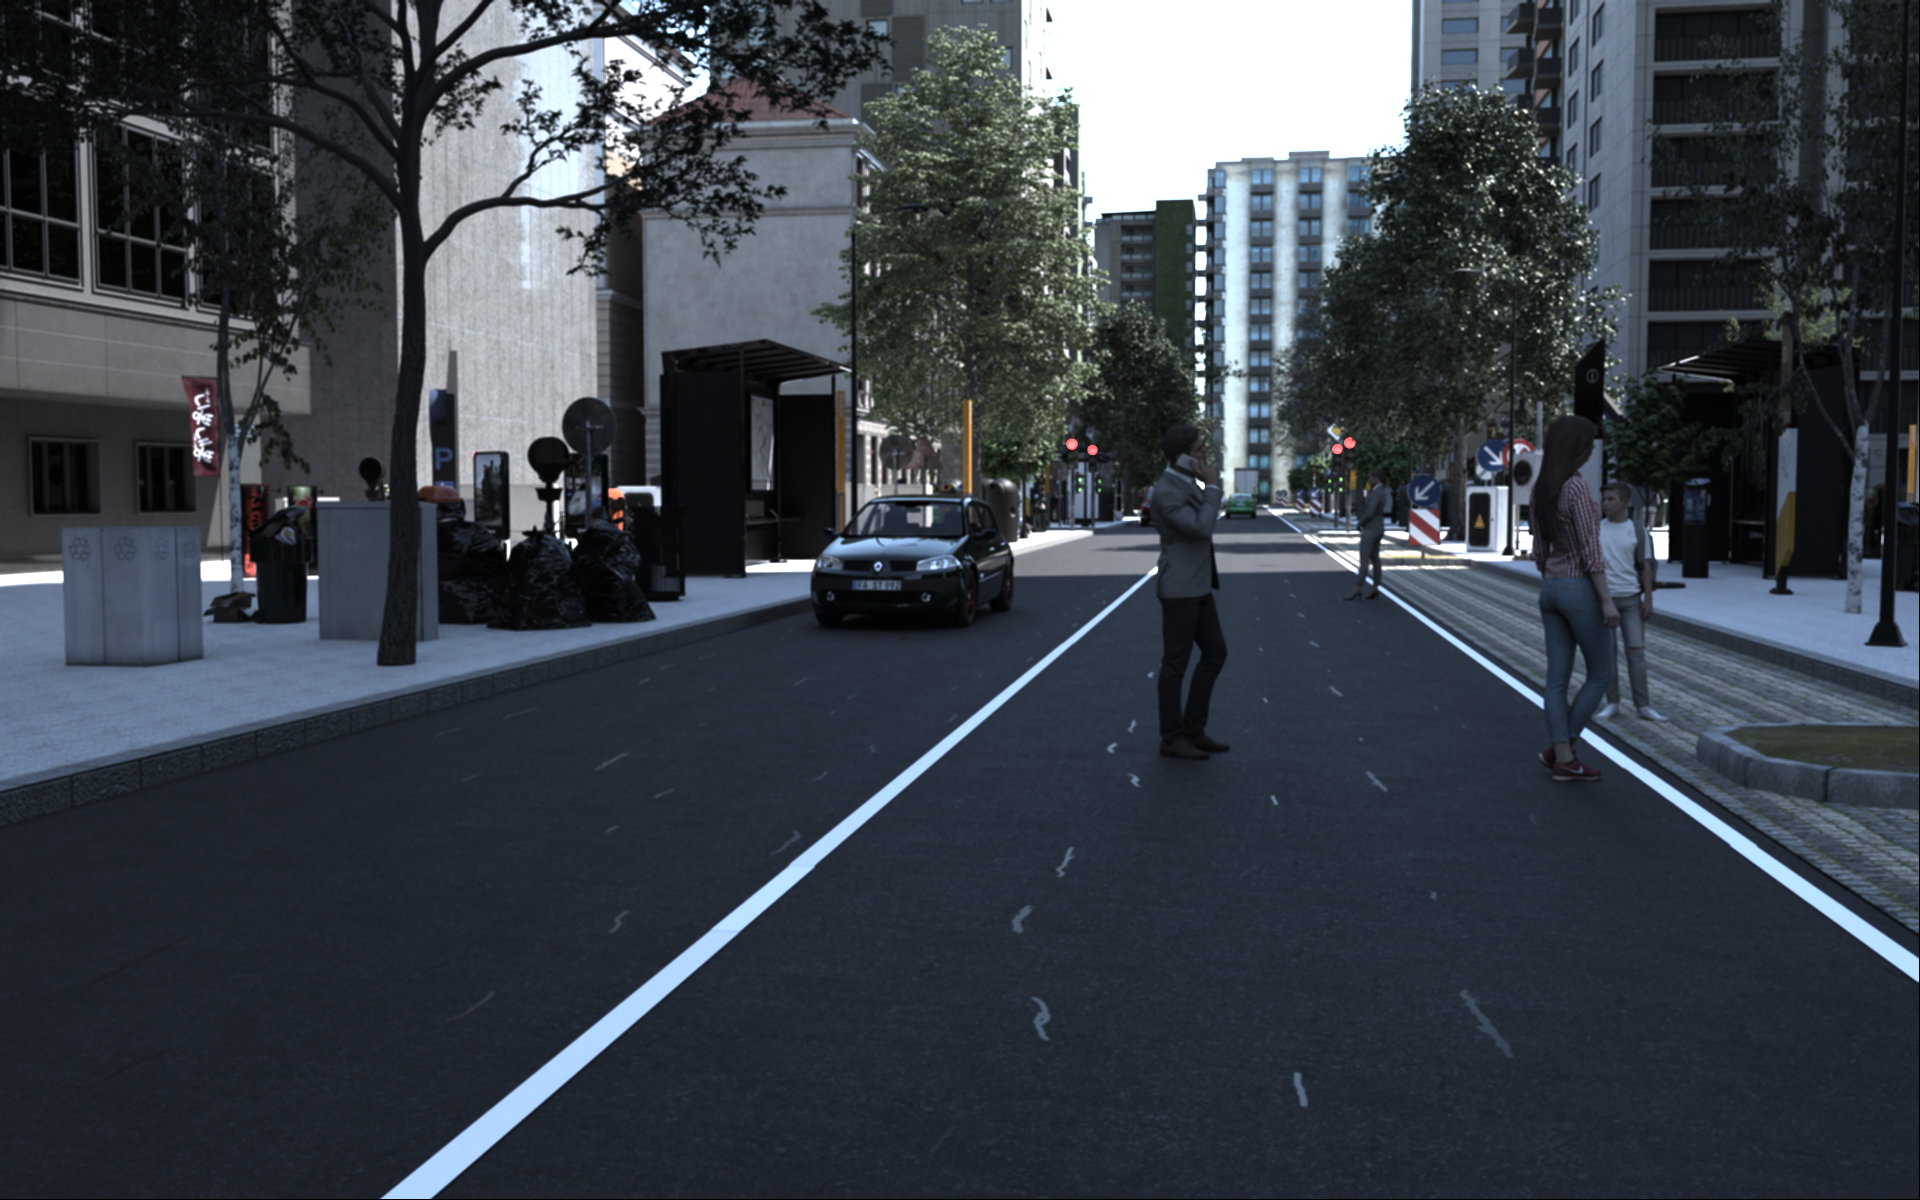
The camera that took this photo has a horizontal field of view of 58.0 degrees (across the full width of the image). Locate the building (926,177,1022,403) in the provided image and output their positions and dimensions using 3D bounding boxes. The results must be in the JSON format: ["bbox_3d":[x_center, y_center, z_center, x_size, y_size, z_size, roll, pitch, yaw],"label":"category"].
[{"bbox_3d":[-2.434,-18.367,129.977,12.332,23.373,15.834,1,4,9],"label":"building"}]

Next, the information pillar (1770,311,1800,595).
[{"bbox_3d":[10.535,-1.878,22.055,0.183,3.616,0.504,1,4,9],"label":"information pillar"}]

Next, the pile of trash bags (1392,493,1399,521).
[{"bbox_3d":[21.602,-4.479,82.979,1.912,1.369,3.447,-1,4,-12],"label":"pile of trash bags"}]

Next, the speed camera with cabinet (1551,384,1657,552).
[{"bbox_3d":[11.454,-2.226,30.727,2.038,3.252,0.660,-2,4,-27],"label":"speed camera with cabinet"}]

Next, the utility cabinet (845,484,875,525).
[{"bbox_3d":[-2.229,-1.766,37.555,0.318,1.500,1.173,-2,4,-31],"label":"utility cabinet"}]

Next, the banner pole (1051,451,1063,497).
[{"bbox_3d":[4.921,-6.047,88.887,0.863,3.779,0.401,2,4,34],"label":"banner pole"}]

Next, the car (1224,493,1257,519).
[{"bbox_3d":[16.687,-5.757,102.926,1.959,1.807,4.718,1,4,9],"label":"car"}]

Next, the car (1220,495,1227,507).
[{"bbox_3d":[29.224,-11.247,196.250,2.083,1.381,4.827,0,4,8],"label":"car"}]

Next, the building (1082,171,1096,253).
[{"bbox_3d":[4.406,-38.592,250.589,30.456,49.044,23.786,1,4,9],"label":"building"}]

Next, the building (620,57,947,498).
[{"bbox_3d":[-8.345,-15.550,90.397,11.583,22.565,21.152,1,4,9],"label":"building"}]

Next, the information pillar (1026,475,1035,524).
[{"bbox_3d":[2.878,-4.976,72.719,0.504,3.616,0.183,2,4,27],"label":"information pillar"}]

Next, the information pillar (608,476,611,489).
[{"bbox_3d":[-14.579,-4.104,71.588,0.304,2.012,0.304,0,4,-3],"label":"information pillar"}]

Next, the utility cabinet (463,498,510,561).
[{"bbox_3d":[-7.971,-1.065,28.567,1.020,1.237,0.306,0,3,0],"label":"utility cabinet"}]

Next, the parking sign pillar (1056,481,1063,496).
[{"bbox_3d":[6.888,-7.583,112.451,1.447,3.967,1.447,3,4,39],"label":"parking sign pillar"}]

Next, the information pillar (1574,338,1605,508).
[{"bbox_3d":[9.558,-2.140,26.343,0.183,3.616,0.504,-2,4,-32],"label":"information pillar"}]

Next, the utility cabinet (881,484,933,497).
[{"bbox_3d":[-1.174,-1.824,38.501,1.173,1.500,0.318,2,4,31],"label":"utility cabinet"}]

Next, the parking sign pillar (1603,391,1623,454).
[{"bbox_3d":[14.909,-3.173,40.344,1.447,3.967,1.447,-1,4,-9],"label":"parking sign pillar"}]

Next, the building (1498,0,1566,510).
[{"bbox_3d":[47.361,-27.965,111.848,22.147,44.769,28.867,1,4,9],"label":"building"}]

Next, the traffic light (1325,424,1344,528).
[{"bbox_3d":[14.271,-4.696,65.700,0.839,4.253,0.868,1,4,9],"label":"traffic light"}]

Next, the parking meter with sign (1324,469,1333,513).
[{"bbox_3d":[25.691,-7.604,120.593,0.543,3.016,1.738,1,4,18],"label":"parking meter with sign"}]

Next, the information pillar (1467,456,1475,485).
[{"bbox_3d":[31.377,-7.038,106.423,0.183,3.616,0.504,-3,5,-40],"label":"information pillar"}]

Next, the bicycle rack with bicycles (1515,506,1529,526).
[{"bbox_3d":[22.330,-3.533,71.143,2.925,0.926,2.852,-1,4,-11],"label":"bicycle rack with bicycles"}]

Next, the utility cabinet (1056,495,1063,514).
[{"bbox_3d":[4.794,-4.358,82.412,0.306,1.237,1.020,1,4,13],"label":"utility cabinet"}]

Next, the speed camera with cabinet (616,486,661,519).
[{"bbox_3d":[-6.388,-2.631,37.357,2.038,3.252,0.660,-1,4,-13],"label":"speed camera with cabinet"}]

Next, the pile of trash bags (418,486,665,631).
[{"bbox_3d":[-4.712,-0.498,17.891,3.447,1.369,1.912,3,5,44],"label":"pile of trash bags"}]

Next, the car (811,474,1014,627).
[{"bbox_3d":[-0.475,-0.629,20.072,2.009,1.686,4.222,1,4,11],"label":"car"}]

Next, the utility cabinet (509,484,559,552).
[{"bbox_3d":[-9.305,-1.762,37.481,1.173,1.500,0.318,0,4,2],"label":"utility cabinet"}]

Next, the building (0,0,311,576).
[{"bbox_3d":[-21.103,-14.009,22.547,14.314,27.812,24.014,1,4,9],"label":"building"}]

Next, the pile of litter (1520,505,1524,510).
[{"bbox_3d":[31.724,-5.182,98.683,1.176,0.858,1.719,0,4,-8],"label":"pile of litter"}]

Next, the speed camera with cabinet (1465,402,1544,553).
[{"bbox_3d":[11.938,-2.653,37.708,0.660,3.252,2.038,-2,4,-26],"label":"speed camera with cabinet"}]

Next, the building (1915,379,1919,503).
[{"bbox_3d":[33.203,-43.577,25.160,22.319,86.520,31.000,1,4,9],"label":"building"}]

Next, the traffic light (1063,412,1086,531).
[{"bbox_3d":[3.875,-4.305,59.306,0.839,4.253,0.868,1,4,9],"label":"traffic light"}]

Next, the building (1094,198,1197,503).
[{"bbox_3d":[25.883,-34.191,242.610,14.086,41.232,14.154,1,4,9],"label":"building"}]

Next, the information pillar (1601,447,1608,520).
[{"bbox_3d":[9.992,-1.393,27.274,0.304,2.012,0.304,3,5,39],"label":"information pillar"}]

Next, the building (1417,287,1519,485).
[{"bbox_3d":[56.972,-19.113,157.529,27.650,21.520,28.899,1,4,9],"label":"building"}]

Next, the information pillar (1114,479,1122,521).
[{"bbox_3d":[7.687,-4.871,84.140,0.304,2.012,0.304,-1,4,-12],"label":"information pillar"}]

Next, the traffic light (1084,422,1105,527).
[{"bbox_3d":[5.181,-4.787,67.184,0.839,4.253,0.868,1,4,9],"label":"traffic light"}]

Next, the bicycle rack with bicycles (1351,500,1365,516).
[{"bbox_3d":[23.566,-5.285,99.795,2.852,0.926,2.925,-3,5,-44],"label":"bicycle rack with bicycles"}]

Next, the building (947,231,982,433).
[{"bbox_3d":[-5.845,-16.833,111.384,11.583,22.565,21.152,1,4,9],"label":"building"}]

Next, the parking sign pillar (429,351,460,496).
[{"bbox_3d":[-9.495,-2.661,31.976,1.447,3.967,1.447,-1,4,-13],"label":"parking sign pillar"}]

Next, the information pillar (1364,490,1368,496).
[{"bbox_3d":[32.554,-9.044,139.228,0.504,3.616,0.183,-1,4,-19],"label":"information pillar"}]

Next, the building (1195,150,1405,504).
[{"bbox_3d":[48.704,-38.181,243.869,30.456,49.044,23.786,1,4,9],"label":"building"}]

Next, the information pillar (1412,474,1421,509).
[{"bbox_3d":[16.951,-3.660,64.325,0.304,2.012,0.304,2,4,27],"label":"information pillar"}]

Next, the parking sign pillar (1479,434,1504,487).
[{"bbox_3d":[22.877,-5.266,74.572,1.447,3.967,1.447,-3,5,-41],"label":"parking sign pillar"}]

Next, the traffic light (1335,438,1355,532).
[{"bbox_3d":[12.966,-4.214,57.822,0.839,4.253,0.868,1,4,9],"label":"traffic light"}]

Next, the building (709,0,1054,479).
[{"bbox_3d":[-6.008,-34.808,158.346,28.713,52.752,27.495,1,4,9],"label":"building"}]

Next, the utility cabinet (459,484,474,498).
[{"bbox_3d":[-10.496,-1.734,37.037,1.173,1.500,0.318,2,4,29],"label":"utility cabinet"}]

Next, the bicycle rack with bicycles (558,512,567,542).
[{"bbox_3d":[-9.000,-1.761,42.175,2.852,0.926,2.925,-1,4,-17],"label":"bicycle rack with bicycles"}]

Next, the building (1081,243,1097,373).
[{"bbox_3d":[8.649,-26.291,201.561,14.107,30.474,14.160,1,4,9],"label":"building"}]

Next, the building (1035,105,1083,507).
[{"bbox_3d":[4.923,-30.234,177.926,14.154,41.232,14.086,1,4,9],"label":"building"}]

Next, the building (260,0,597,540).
[{"bbox_3d":[-21.345,-13.921,45.630,19.932,24.808,12.078,1,4,9],"label":"building"}]

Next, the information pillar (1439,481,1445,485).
[{"bbox_3d":[26.587,-5.584,95.792,0.304,2.012,0.304,-3,5,-41],"label":"information pillar"}]

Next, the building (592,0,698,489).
[{"bbox_3d":[-25.159,-18.568,89.495,20.117,28.700,13.634,1,4,9],"label":"building"}]

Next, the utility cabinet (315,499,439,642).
[{"bbox_3d":[-5.128,-0.251,15.269,1.020,1.237,0.306,1,4,13],"label":"utility cabinet"}]

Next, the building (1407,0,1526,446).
[{"bbox_3d":[58.644,-39.328,185.013,21.231,58.520,28.212,1,4,9],"label":"building"}]

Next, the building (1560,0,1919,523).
[{"bbox_3d":[41.005,-39.318,81.095,20.611,71.187,20.563,1,4,9],"label":"building"}]

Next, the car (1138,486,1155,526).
[{"bbox_3d":[9.225,-4.260,78.316,2.281,1.827,5.304,0,4,8],"label":"car"}]

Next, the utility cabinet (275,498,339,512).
[{"bbox_3d":[-11.088,-1.119,29.453,0.306,1.237,1.020,3,5,40],"label":"utility cabinet"}]

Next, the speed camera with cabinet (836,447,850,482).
[{"bbox_3d":[-4.812,-4.754,72.069,0.660,3.252,2.038,-1,4,-12],"label":"speed camera with cabinet"}]
